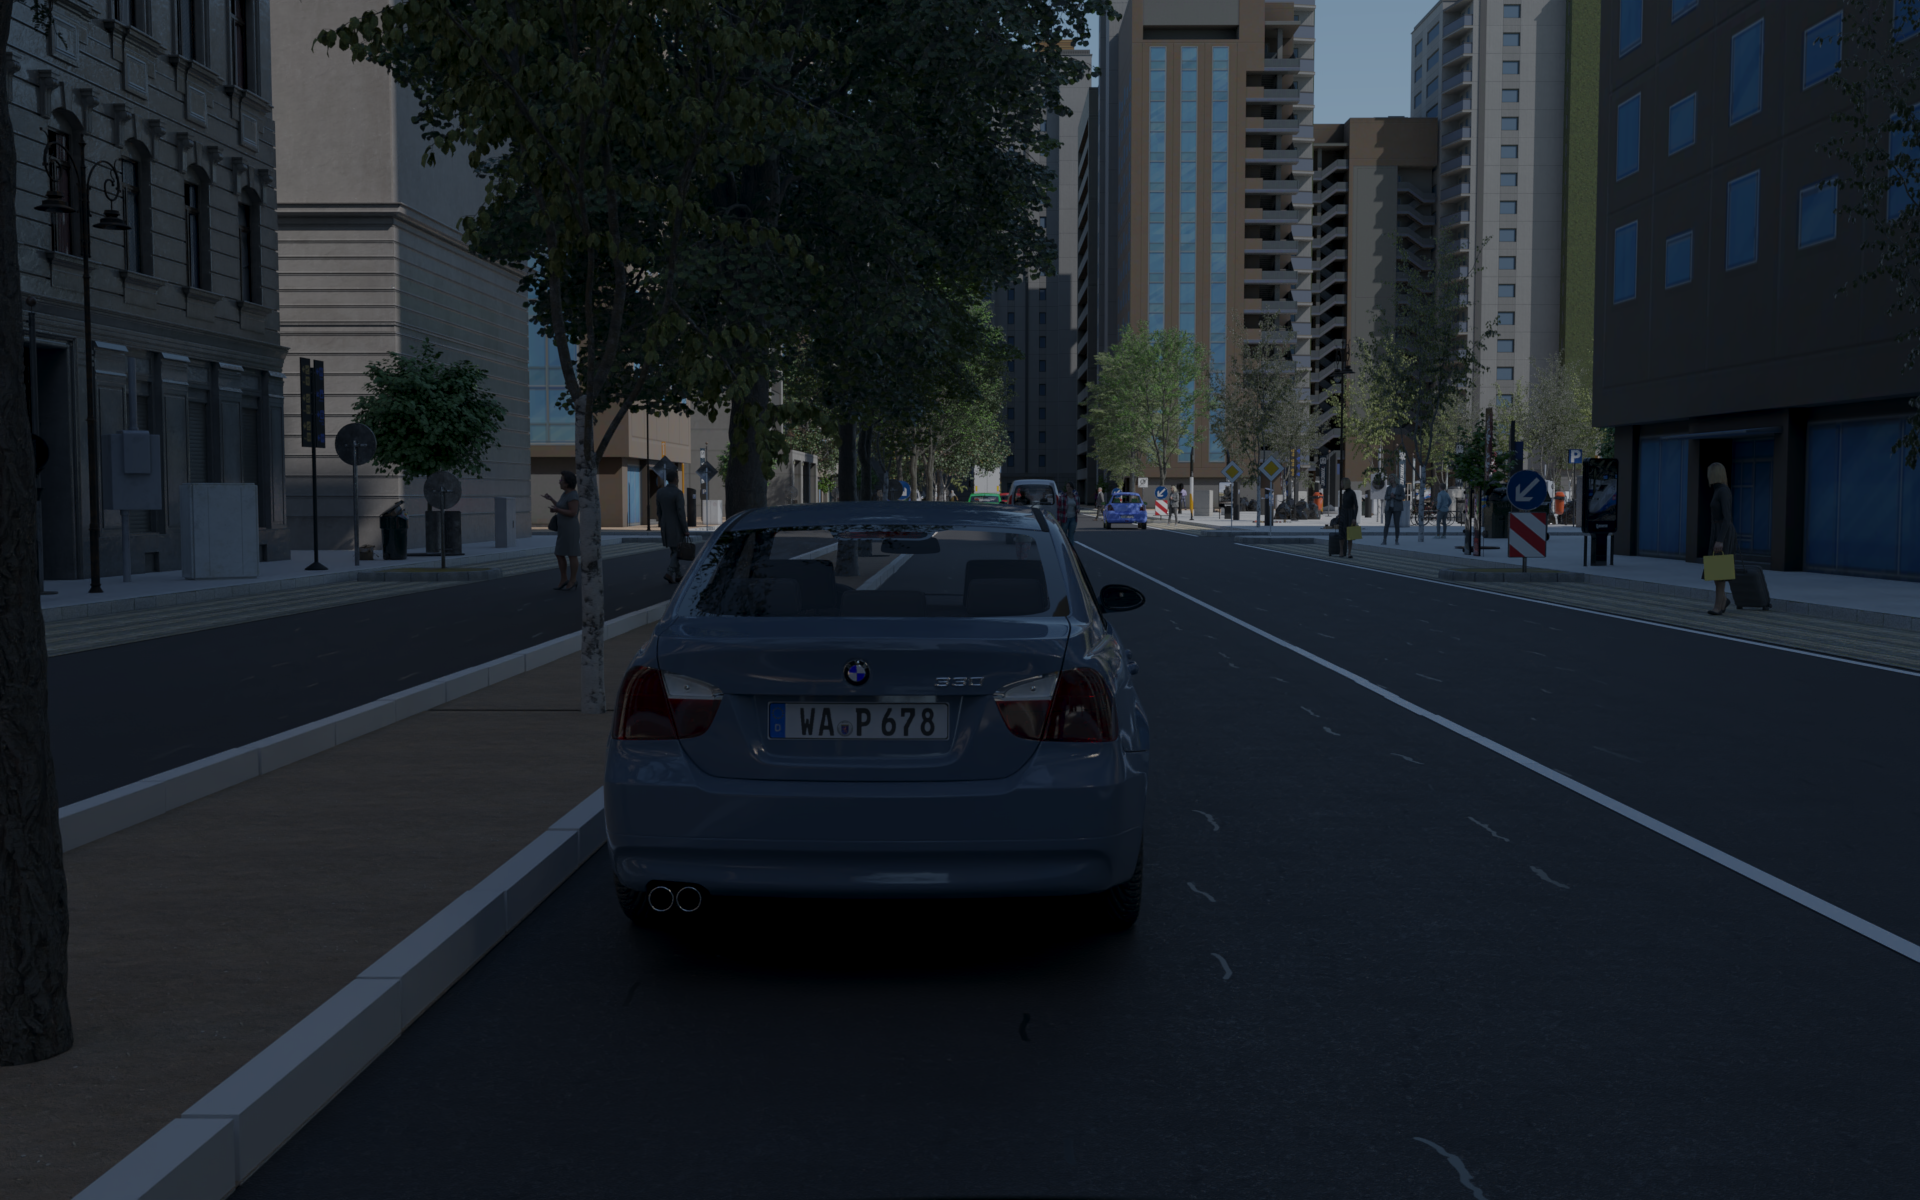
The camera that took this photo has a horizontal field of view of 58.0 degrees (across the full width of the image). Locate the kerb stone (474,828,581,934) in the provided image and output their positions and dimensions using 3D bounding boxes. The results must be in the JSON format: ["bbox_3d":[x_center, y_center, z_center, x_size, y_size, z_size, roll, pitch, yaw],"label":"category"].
[{"bbox_3d":[-1.526,0.988,6.128,0.120,0.150,1.000,0,4,1],"label":"kerb stone"}]

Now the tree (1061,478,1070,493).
[{"bbox_3d":[12.898,-13.030,207.645,1.663,3.219,1.824,0,3,0],"label":"tree"}]

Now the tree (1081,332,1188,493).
[{"bbox_3d":[12.135,-12.407,120.976,7.486,12.596,7.792,0,3,0],"label":"tree"}]

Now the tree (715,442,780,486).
[{"bbox_3d":[-11.148,-6.532,90.512,4.285,4.588,4.351,0,3,0],"label":"tree"}]

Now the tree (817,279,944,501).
[{"bbox_3d":[-2.078,-5.800,47.653,4.360,8.622,3.978,0,3,0],"label":"tree"}]

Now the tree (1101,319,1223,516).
[{"bbox_3d":[11.964,-10.801,102.355,9.928,11.665,9.643,0,3,0],"label":"tree"}]

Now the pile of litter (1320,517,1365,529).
[{"bbox_3d":[14.074,-3.016,63.273,1.719,0.858,1.176,3,4,36],"label":"pile of litter"}]

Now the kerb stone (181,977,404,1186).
[{"bbox_3d":[-1.545,1.108,4.084,0.120,0.150,1.000,0,4,1],"label":"kerb stone"}]

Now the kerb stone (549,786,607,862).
[{"bbox_3d":[-1.517,0.921,7.157,0.120,0.150,1.000,0,4,1],"label":"kerb stone"}]

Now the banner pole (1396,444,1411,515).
[{"bbox_3d":[21.973,-5.904,86.540,0.863,3.779,0.401,-2,4,-30],"label":"banner pole"}]

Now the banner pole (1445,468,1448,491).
[{"bbox_3d":[35.833,-8.412,127.556,0.401,3.779,0.863,2,4,28],"label":"banner pole"}]

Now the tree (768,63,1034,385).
[{"bbox_3d":[-2.073,-6.775,38.986,9.928,11.665,9.643,0,3,0],"label":"tree"}]

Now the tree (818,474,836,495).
[{"bbox_3d":[-10.187,-8.435,132.507,1.663,3.219,1.824,0,3,0],"label":"tree"}]

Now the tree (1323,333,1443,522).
[{"bbox_3d":[18.869,-7.861,78.884,4.737,8.622,4.395,0,3,0],"label":"tree"}]

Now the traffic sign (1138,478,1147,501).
[{"bbox_3d":[11.591,-6.585,109.798,0.606,2.300,0.079,1,4,9],"label":"traffic sign"}]

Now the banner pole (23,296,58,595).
[{"bbox_3d":[-11.877,-1.947,21.844,0.401,3.779,0.863,2,4,31],"label":"banner pole"}]

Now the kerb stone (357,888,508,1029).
[{"bbox_3d":[-1.539,1.045,5.106,0.120,0.150,1.000,0,4,1],"label":"kerb stone"}]

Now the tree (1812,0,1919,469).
[{"bbox_3d":[12.003,-4.288,20.468,4.360,8.622,3.978,0,3,0],"label":"tree"}]

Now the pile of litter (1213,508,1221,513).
[{"bbox_3d":[17.565,-6.501,120.258,1.176,0.858,1.719,0,4,-4],"label":"pile of litter"}]

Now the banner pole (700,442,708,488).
[{"bbox_3d":[-12.254,-5.692,83.079,0.401,3.779,0.863,1,4,22],"label":"banner pole"}]

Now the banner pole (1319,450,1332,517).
[{"bbox_3d":[20.906,-6.672,99.112,0.863,3.779,0.401,3,5,43],"label":"banner pole"}]

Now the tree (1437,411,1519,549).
[{"bbox_3d":[12.235,-2.803,40.424,1.663,3.219,1.824,0,3,0],"label":"tree"}]

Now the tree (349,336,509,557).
[{"bbox_3d":[-11.071,-3.199,36.015,4.285,4.588,4.351,0,3,0],"label":"tree"}]

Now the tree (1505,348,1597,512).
[{"bbox_3d":[29.696,-8.430,88.192,4.360,8.622,3.978,0,3,0],"label":"tree"}]

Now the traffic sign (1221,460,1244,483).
[{"bbox_3d":[9.409,-3.523,59.795,0.795,2.593,0.064,0,4,1],"label":"traffic sign"}]

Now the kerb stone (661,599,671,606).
[{"bbox_3d":[-3.471,0.101,20.537,0.120,0.150,1.000,0,4,1],"label":"kerb stone"}]

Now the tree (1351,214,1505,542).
[{"bbox_3d":[12.443,-5.882,46.533,4.360,8.622,3.978,0,3,0],"label":"tree"}]

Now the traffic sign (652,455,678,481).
[{"bbox_3d":[-8.870,-3.048,52.026,0.795,2.593,0.064,0,4,1],"label":"traffic sign"}]

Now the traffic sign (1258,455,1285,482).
[{"bbox_3d":[9.323,-3.035,51.811,0.795,2.593,0.064,0,4,1],"label":"traffic sign"}]

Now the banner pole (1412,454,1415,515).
[{"bbox_3d":[28.047,-7.163,107.139,0.401,3.779,0.863,2,4,27],"label":"banner pole"}]

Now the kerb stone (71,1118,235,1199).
[{"bbox_3d":[-1.557,1.170,3.062,0.120,0.150,1.000,0,4,1],"label":"kerb stone"}]

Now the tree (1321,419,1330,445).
[{"bbox_3d":[17.506,-8.734,93.155,4.360,8.622,3.978,0,3,0],"label":"tree"}]

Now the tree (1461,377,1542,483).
[{"bbox_3d":[34.498,-9.686,108.728,4.737,8.622,4.395,0,3,0],"label":"tree"}]

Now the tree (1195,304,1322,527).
[{"bbox_3d":[11.254,-7.101,66.462,4.360,8.622,3.978,0,3,0],"label":"tree"}]

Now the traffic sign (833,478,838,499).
[{"bbox_3d":[-9.693,-8.220,134.499,0.768,2.556,0.104,1,4,9],"label":"traffic sign"}]

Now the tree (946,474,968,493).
[{"bbox_3d":[-1.054,-10.495,124.413,4.737,8.622,4.395,0,3,0],"label":"tree"}]

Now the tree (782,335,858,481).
[{"bbox_3d":[-10.922,-12.708,124.782,9.611,12.733,9.660,0,3,0],"label":"tree"}]

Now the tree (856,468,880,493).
[{"bbox_3d":[-9.614,-11.715,175.246,4.285,4.588,4.351,0,3,0],"label":"tree"}]

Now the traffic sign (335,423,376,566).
[{"bbox_3d":[-10.801,-1.887,30.951,0.768,2.556,0.104,0,4,5],"label":"traffic sign"}]

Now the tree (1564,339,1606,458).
[{"bbox_3d":[29.559,-7.822,78.260,4.737,8.622,4.395,0,3,0],"label":"tree"}]

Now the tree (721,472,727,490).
[{"bbox_3d":[-10.831,-5.539,85.157,1.663,3.219,1.824,0,3,0],"label":"tree"}]

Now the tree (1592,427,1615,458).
[{"bbox_3d":[19.488,-3.957,48.418,4.285,4.588,4.351,0,3,0],"label":"tree"}]

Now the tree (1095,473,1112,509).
[{"bbox_3d":[12.579,-9.741,153.871,1.663,3.219,1.824,0,3,0],"label":"tree"}]

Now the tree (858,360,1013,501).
[{"bbox_3d":[-1.318,-11.811,112.579,9.611,12.733,9.660,0,3,0],"label":"tree"}]

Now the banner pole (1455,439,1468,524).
[{"bbox_3d":[21.245,-5.093,73.281,0.401,3.779,0.863,-2,4,-28],"label":"banner pole"}]

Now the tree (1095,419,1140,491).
[{"bbox_3d":[13.087,-11.778,142.939,4.737,8.622,4.395,0,3,0],"label":"tree"}]

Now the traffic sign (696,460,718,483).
[{"bbox_3d":[-8.784,-3.536,60.011,0.795,2.593,0.064,0,4,1],"label":"traffic sign"}]
